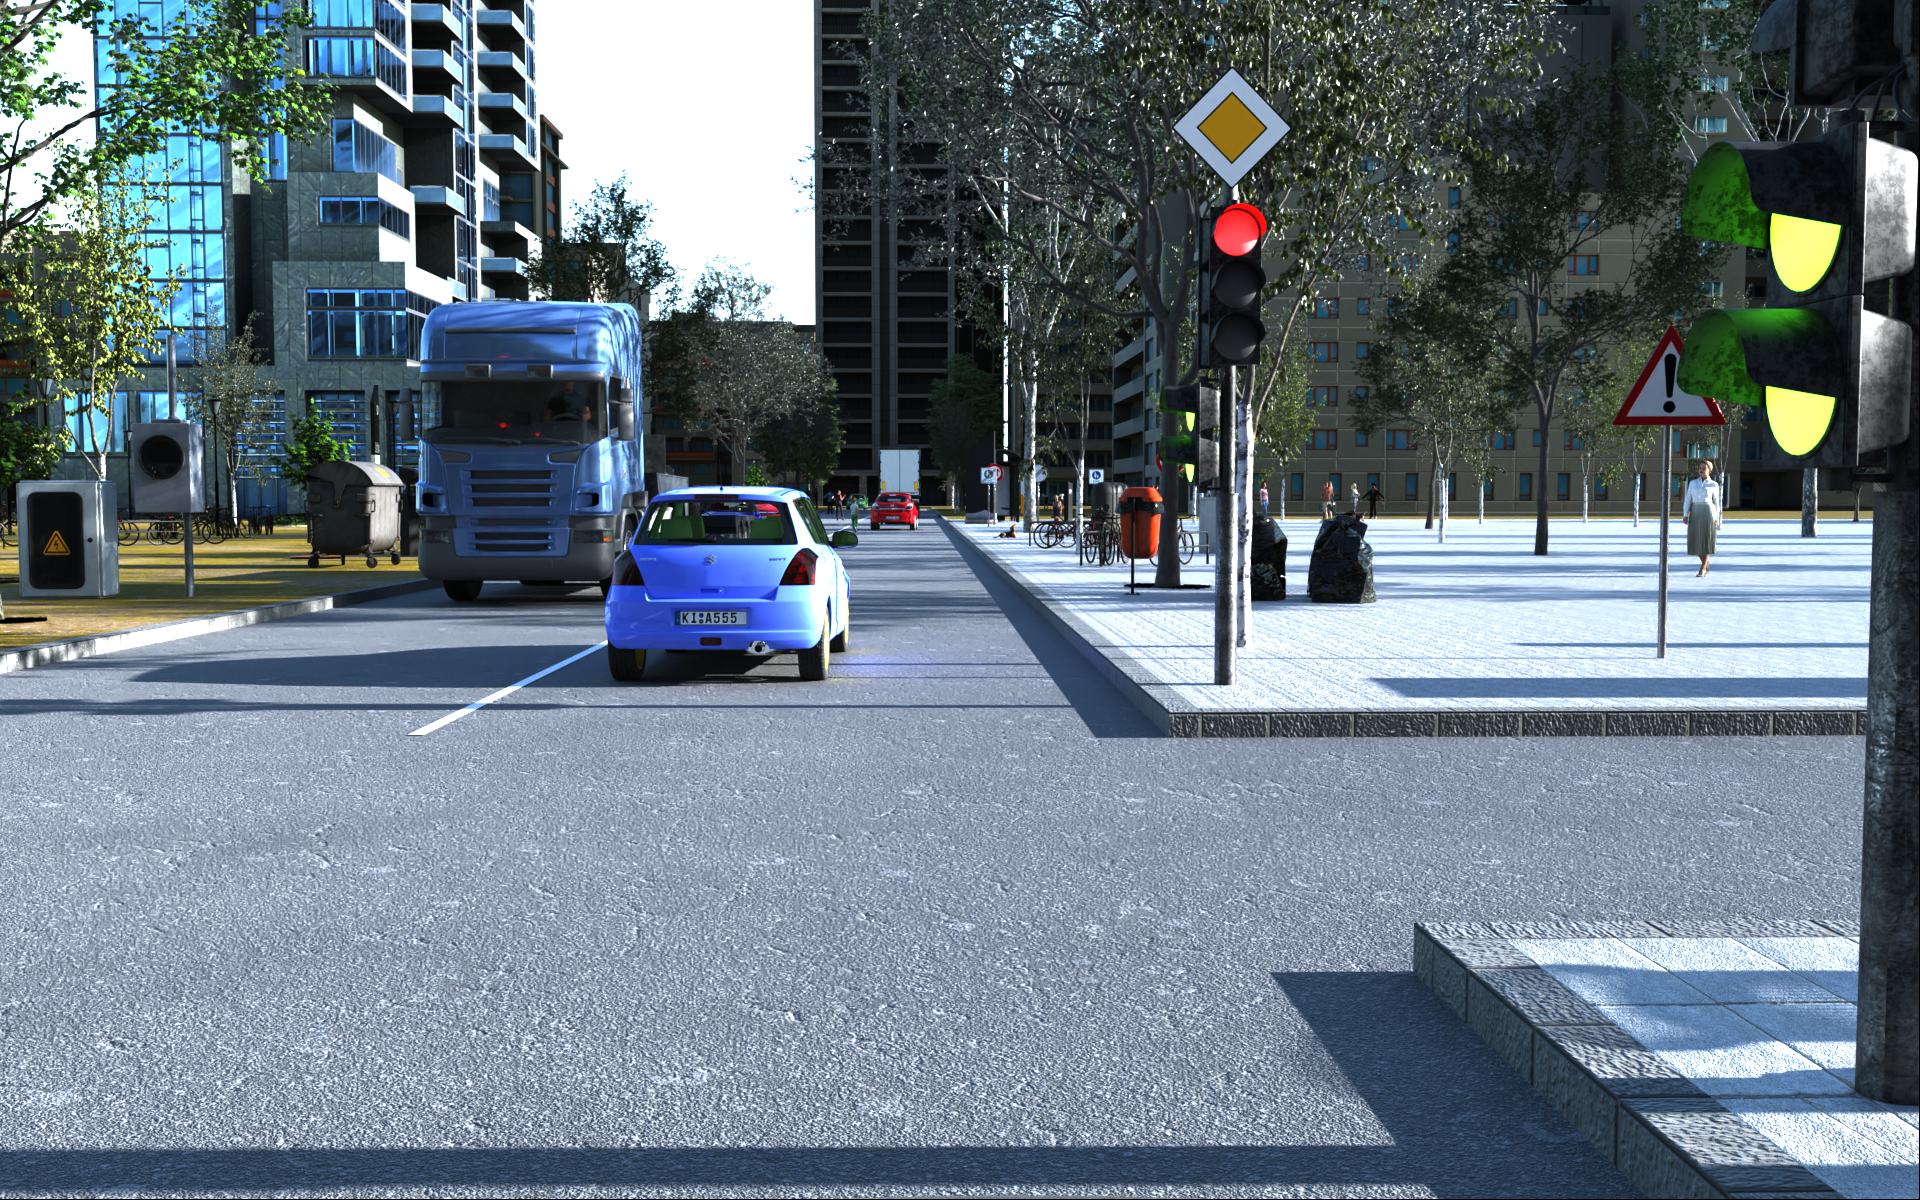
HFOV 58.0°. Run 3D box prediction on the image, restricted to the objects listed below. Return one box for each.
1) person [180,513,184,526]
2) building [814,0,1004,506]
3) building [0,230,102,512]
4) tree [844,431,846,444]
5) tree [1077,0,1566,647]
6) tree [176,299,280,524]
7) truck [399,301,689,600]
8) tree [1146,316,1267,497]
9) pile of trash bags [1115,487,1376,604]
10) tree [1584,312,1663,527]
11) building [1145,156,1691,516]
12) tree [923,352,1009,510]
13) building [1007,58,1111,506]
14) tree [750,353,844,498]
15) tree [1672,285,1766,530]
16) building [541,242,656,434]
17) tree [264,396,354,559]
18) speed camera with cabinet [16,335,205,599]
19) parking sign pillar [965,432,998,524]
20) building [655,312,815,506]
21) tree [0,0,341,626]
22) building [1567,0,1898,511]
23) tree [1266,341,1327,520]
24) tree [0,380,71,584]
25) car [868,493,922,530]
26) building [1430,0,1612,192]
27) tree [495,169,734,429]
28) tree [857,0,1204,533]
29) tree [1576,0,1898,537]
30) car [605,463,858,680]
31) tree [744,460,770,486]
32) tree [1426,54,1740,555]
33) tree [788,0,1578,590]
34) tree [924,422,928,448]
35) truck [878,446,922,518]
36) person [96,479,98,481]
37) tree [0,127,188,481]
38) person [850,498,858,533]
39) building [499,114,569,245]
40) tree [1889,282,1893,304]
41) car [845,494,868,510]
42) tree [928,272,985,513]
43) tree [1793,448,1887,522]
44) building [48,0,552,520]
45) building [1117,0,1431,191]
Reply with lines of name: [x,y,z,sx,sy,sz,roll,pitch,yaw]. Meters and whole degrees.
person: [-26.122,-2.940,58.363,0.306,1.304,0.590,-1,4,-18]
building: [-5.386,-46.127,192.436,20.611,71.187,20.563,0,4,-1]
building: [-69.721,-17.618,133.101,28.899,21.520,27.650,0,4,-1]
tree: [-13.558,-14.296,151.873,7.486,12.596,7.792,0,3,0]
tree: [2.611,-3.914,14.358,4.360,8.622,3.978,0,3,0]
tree: [-27.374,-7.012,65.009,4.360,8.622,3.978,0,3,0]
truck: [-5.761,-2.479,30.290,2.967,4.110,18.799,0,4,-1]
tree: [9.610,-7.270,69.222,4.737,8.622,4.395,0,3,0]
pile of trash bags: [3.564,-0.727,21.632,3.447,1.369,1.912,2,4,26]
tree: [26.313,-7.150,67.259,4.737,8.622,4.395,0,3,0]
building: [27.898,-16.435,113.749,27.650,21.520,28.899,0,4,-1]
tree: [0.469,-13.501,138.876,7.486,12.596,7.792,0,3,0]
building: [16.092,-34.966,195.389,21.600,48.544,21.300,0,4,-1]
tree: [-13.244,-13.369,136.714,7.486,12.596,7.792,0,3,0]
tree: [26.762,-6.779,61.192,4.360,8.622,3.978,0,3,0]
building: [-40.486,-17.682,134.133,28.899,21.520,27.650,0,4,-1]
tree: [-12.898,-2.429,34.310,1.663,3.219,1.824,0,3,0]
speed camera with cabinet: [-10.471,-1.653,21.359,2.038,3.252,0.660,0,4,-6]
parking sign pillar: [0.918,-5.292,74.994,1.447,3.967,1.447,1,4,18]
building: [-30.261,-21.605,198.275,28.899,21.520,27.650,0,4,-1]
tree: [-9.810,-5.563,16.719,9.928,11.665,9.643,0,3,0]
building: [62.696,-31.514,138.950,21.600,48.544,21.300,0,4,-1]
tree: [15.718,-8.183,84.154,4.737,8.622,4.395,0,3,0]
tree: [-14.024,-1.857,24.969,1.663,3.219,1.824,0,3,0]
car: [-2.634,-3.711,69.712,2.155,1.783,4.494,0,4,0]
building: [43.751,-28.075,142.627,14.086,41.232,14.154,0,4,-1]
tree: [-10.473,-7.045,49.600,7.601,10.594,8.767,1,4,15]
tree: [3.768,-12.293,56.881,12.611,20.169,13.585,0,3,0]
tree: [24.495,-11.873,50.009,12.611,20.169,13.585,0,3,0]
car: [-1.850,-0.307,14.611,1.945,1.707,3.694,0,4,0]
tree: [-11.660,-6.382,98.941,1.663,3.219,1.824,0,3,0]
tree: [12.514,-6.224,36.181,7.601,10.594,8.767,-2,4,-28]
tree: [2.946,-6.915,23.427,12.009,13.543,11.850,0,3,0]
tree: [-0.331,-10.119,115.809,4.360,8.622,3.978,0,3,0]
truck: [-3.693,-7.197,106.580,2.839,4.237,11.283,0,4,-2]
person: [-30.645,-3.433,61.981,0.447,1.846,0.655,1,4,21]
tree: [-17.240,-5.139,34.393,4.737,8.622,4.395,0,3,0]
person: [-3.906,-3.138,64.052,0.306,1.304,0.590,0,4,-3]
building: [-59.427,-32.959,193.504,28.867,44.769,22.147,0,4,-1]
tree: [22.327,-5.349,37.819,4.737,8.622,4.395,0,3,0]
car: [-9.552,-9.131,161.088,2.131,1.459,4.920,0,4,1]
tree: [2.333,-5.272,36.554,4.360,8.622,3.978,0,3,0]
tree: [49.499,-7.155,79.898,20.602,7.101,11.467,-1,4,-19]
building: [-36.492,-48.165,100.166,22.319,86.520,31.000,0,4,-1]
building: [24.054,-31.460,138.079,21.300,48.544,21.600,0,4,-1]
